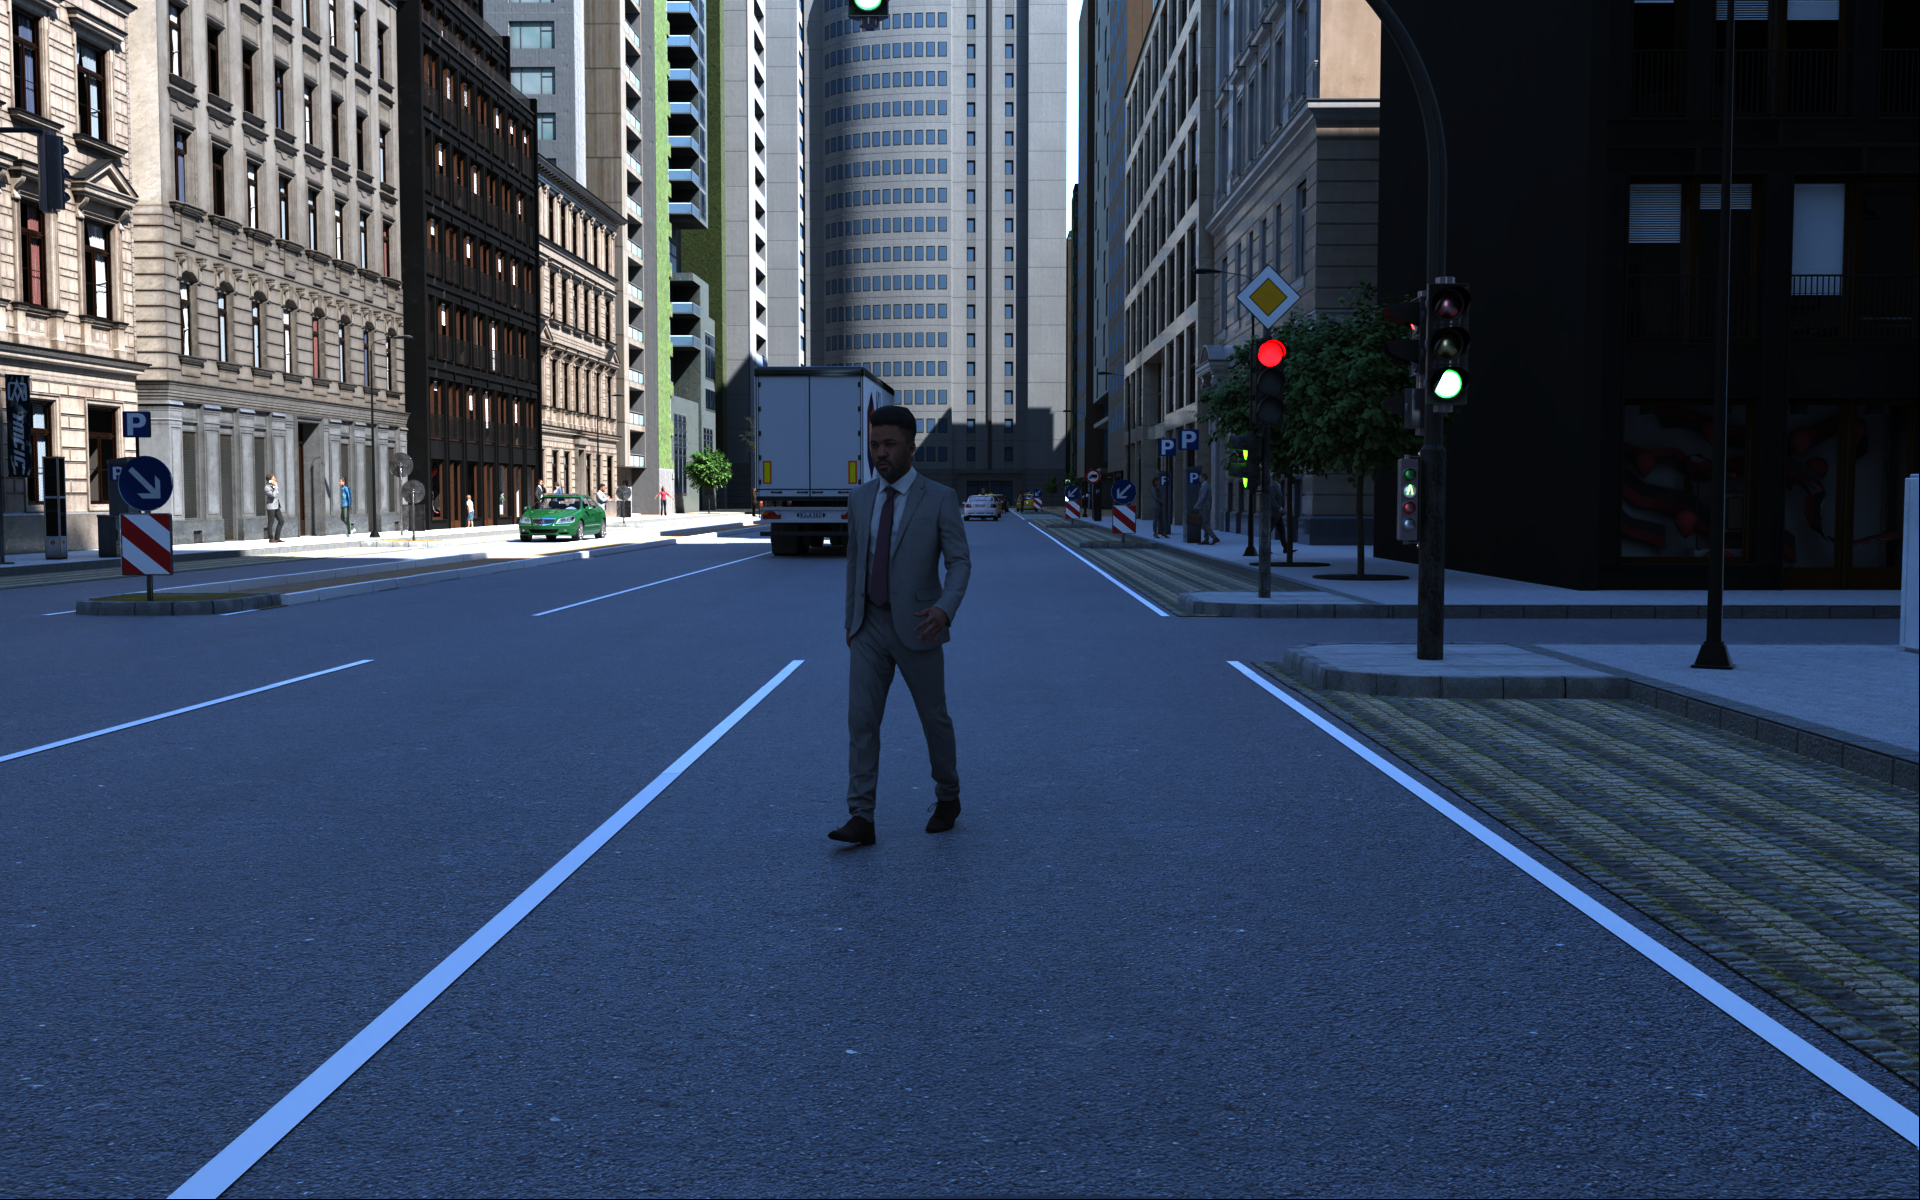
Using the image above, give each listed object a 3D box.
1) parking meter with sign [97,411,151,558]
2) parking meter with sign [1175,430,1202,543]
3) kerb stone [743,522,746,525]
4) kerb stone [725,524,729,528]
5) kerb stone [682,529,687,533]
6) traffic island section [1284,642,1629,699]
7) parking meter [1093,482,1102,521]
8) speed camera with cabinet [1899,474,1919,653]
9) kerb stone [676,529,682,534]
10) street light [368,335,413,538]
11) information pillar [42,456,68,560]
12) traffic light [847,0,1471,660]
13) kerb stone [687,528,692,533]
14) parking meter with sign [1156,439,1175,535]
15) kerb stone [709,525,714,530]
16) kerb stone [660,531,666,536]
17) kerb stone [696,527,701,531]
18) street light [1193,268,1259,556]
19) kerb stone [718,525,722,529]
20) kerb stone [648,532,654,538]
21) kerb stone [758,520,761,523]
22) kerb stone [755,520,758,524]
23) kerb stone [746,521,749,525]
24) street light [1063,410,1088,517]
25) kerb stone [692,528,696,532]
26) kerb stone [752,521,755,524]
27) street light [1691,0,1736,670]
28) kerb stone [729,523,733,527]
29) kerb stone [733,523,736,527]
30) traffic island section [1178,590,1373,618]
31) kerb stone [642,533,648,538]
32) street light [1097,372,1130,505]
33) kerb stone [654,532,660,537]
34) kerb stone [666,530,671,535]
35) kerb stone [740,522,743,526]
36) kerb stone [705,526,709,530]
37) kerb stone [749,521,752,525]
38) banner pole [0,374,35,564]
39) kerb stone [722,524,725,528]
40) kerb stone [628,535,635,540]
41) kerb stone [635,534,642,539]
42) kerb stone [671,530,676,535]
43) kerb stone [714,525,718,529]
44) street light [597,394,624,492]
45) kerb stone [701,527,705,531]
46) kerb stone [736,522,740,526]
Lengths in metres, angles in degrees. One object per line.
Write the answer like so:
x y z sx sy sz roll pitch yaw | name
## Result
-17.272 -2.415 35.745 0.543 3.016 1.738 0 4 -5 | parking meter with sign
6.168 -3.050 46.122 0.543 3.016 1.738 0 4 1 | parking meter with sign
-9.893 -3.420 78.115 0.120 0.150 1.000 0 4 1 | kerb stone
-9.975 -3.106 72.986 0.120 0.150 1.000 0 4 1 | kerb stone
-10.138 -2.478 62.726 0.120 0.150 1.000 0 4 1 | kerb stone
3.671 0.537 13.494 2.009 0.180 2.903 0 4 1 | traffic island section
6.515 -4.676 82.165 0.399 1.863 0.255 0 4 7 | parking meter
8.703 -1.190 13.785 2.038 3.252 0.660 0 4 3 | speed camera with cabinet
-10.156 -2.416 61.703 0.120 0.150 1.000 0 4 1 | kerb stone
-16.671 -4.783 50.747 1.470 5.913 1.316 0 4 1 | street light
-17.748 -1.803 33.968 0.304 2.012 0.304 0 4 -3 | information pillar
1.538 -2.361 13.272 4.771 5.953 1.251 0 4 1 | traffic light
-10.122 -2.541 63.765 0.120 0.150 1.000 0 4 1 | kerb stone
6.520 -3.605 55.203 0.543 3.016 1.738 0 4 2 | parking meter with sign
-10.036 -2.852 68.882 0.120 0.150 1.000 0 4 1 | kerb stone
-10.203 -2.228 58.629 0.120 0.150 1.000 0 4 1 | kerb stone
-10.099 -2.667 65.809 0.120 0.150 1.000 0 4 1 | kerb stone
5.484 -3.864 35.718 1.470 5.913 1.316 0 4 1 | street light
-10.002 -2.981 70.934 0.120 0.150 1.000 0 4 1 | kerb stone
-10.232 -2.103 56.583 0.120 0.150 1.000 0 4 1 | kerb stone
-9.813 -3.730 83.239 0.120 0.150 1.000 0 4 1 | kerb stone
-9.826 -3.669 82.216 0.120 0.150 1.000 0 4 1 | kerb stone
-9.876 -3.483 79.137 0.120 0.150 1.000 0 4 1 | kerb stone
6.381 -7.536 95.749 1.470 5.913 1.316 0 4 1 | street light
-10.096 -2.605 64.786 0.120 0.150 1.000 0 4 1 | kerb stone
-9.845 -3.609 81.194 0.120 0.150 1.000 0 4 1 | kerb stone
5.034 -2.453 12.650 1.470 5.913 1.316 0 4 1 | street light
-9.957 -3.163 74.011 0.120 0.150 1.000 0 4 1 | kerb stone
-9.941 -3.232 75.039 0.120 0.150 1.000 0 4 1 | kerb stone
3.796 0.049 21.478 2.009 0.180 2.903 0 4 1 | traffic island section
-10.252 -2.041 55.561 0.120 0.150 1.000 0 4 1 | kerb stone
5.889 -5.705 65.814 1.470 5.913 1.316 0 4 1 | street light
-10.217 -2.166 57.607 0.120 0.150 1.000 0 4 1 | kerb stone
-10.183 -2.289 59.651 0.120 0.150 1.000 0 4 1 | kerb stone
-9.912 -3.357 77.085 0.120 0.150 1.000 0 4 1 | kerb stone
-10.060 -2.791 67.859 0.120 0.150 1.000 0 4 1 | kerb stone
-9.864 -3.542 80.173 0.120 0.150 1.000 0 4 1 | kerb stone
-17.442 -2.558 31.846 0.401 3.779 0.863 2 4 30 | banner pole
-9.997 -3.043 71.960 0.120 0.150 1.000 0 4 1 | kerb stone
-10.287 -1.914 53.512 0.120 0.150 1.000 0 4 1 | kerb stone
-10.259 -1.978 54.538 0.120 0.150 1.000 0 4 1 | kerb stone
-10.171 -2.353 60.675 0.120 0.150 1.000 0 4 1 | kerb stone
-10.020 -2.918 69.911 0.120 0.150 1.000 0 4 1 | kerb stone
-16.252 -6.594 80.351 1.470 5.913 1.316 0 4 1 | street light
-10.065 -2.730 66.831 0.120 0.150 1.000 0 4 1 | kerb stone
-9.926 -3.295 76.063 0.120 0.150 1.000 0 4 1 | kerb stone
